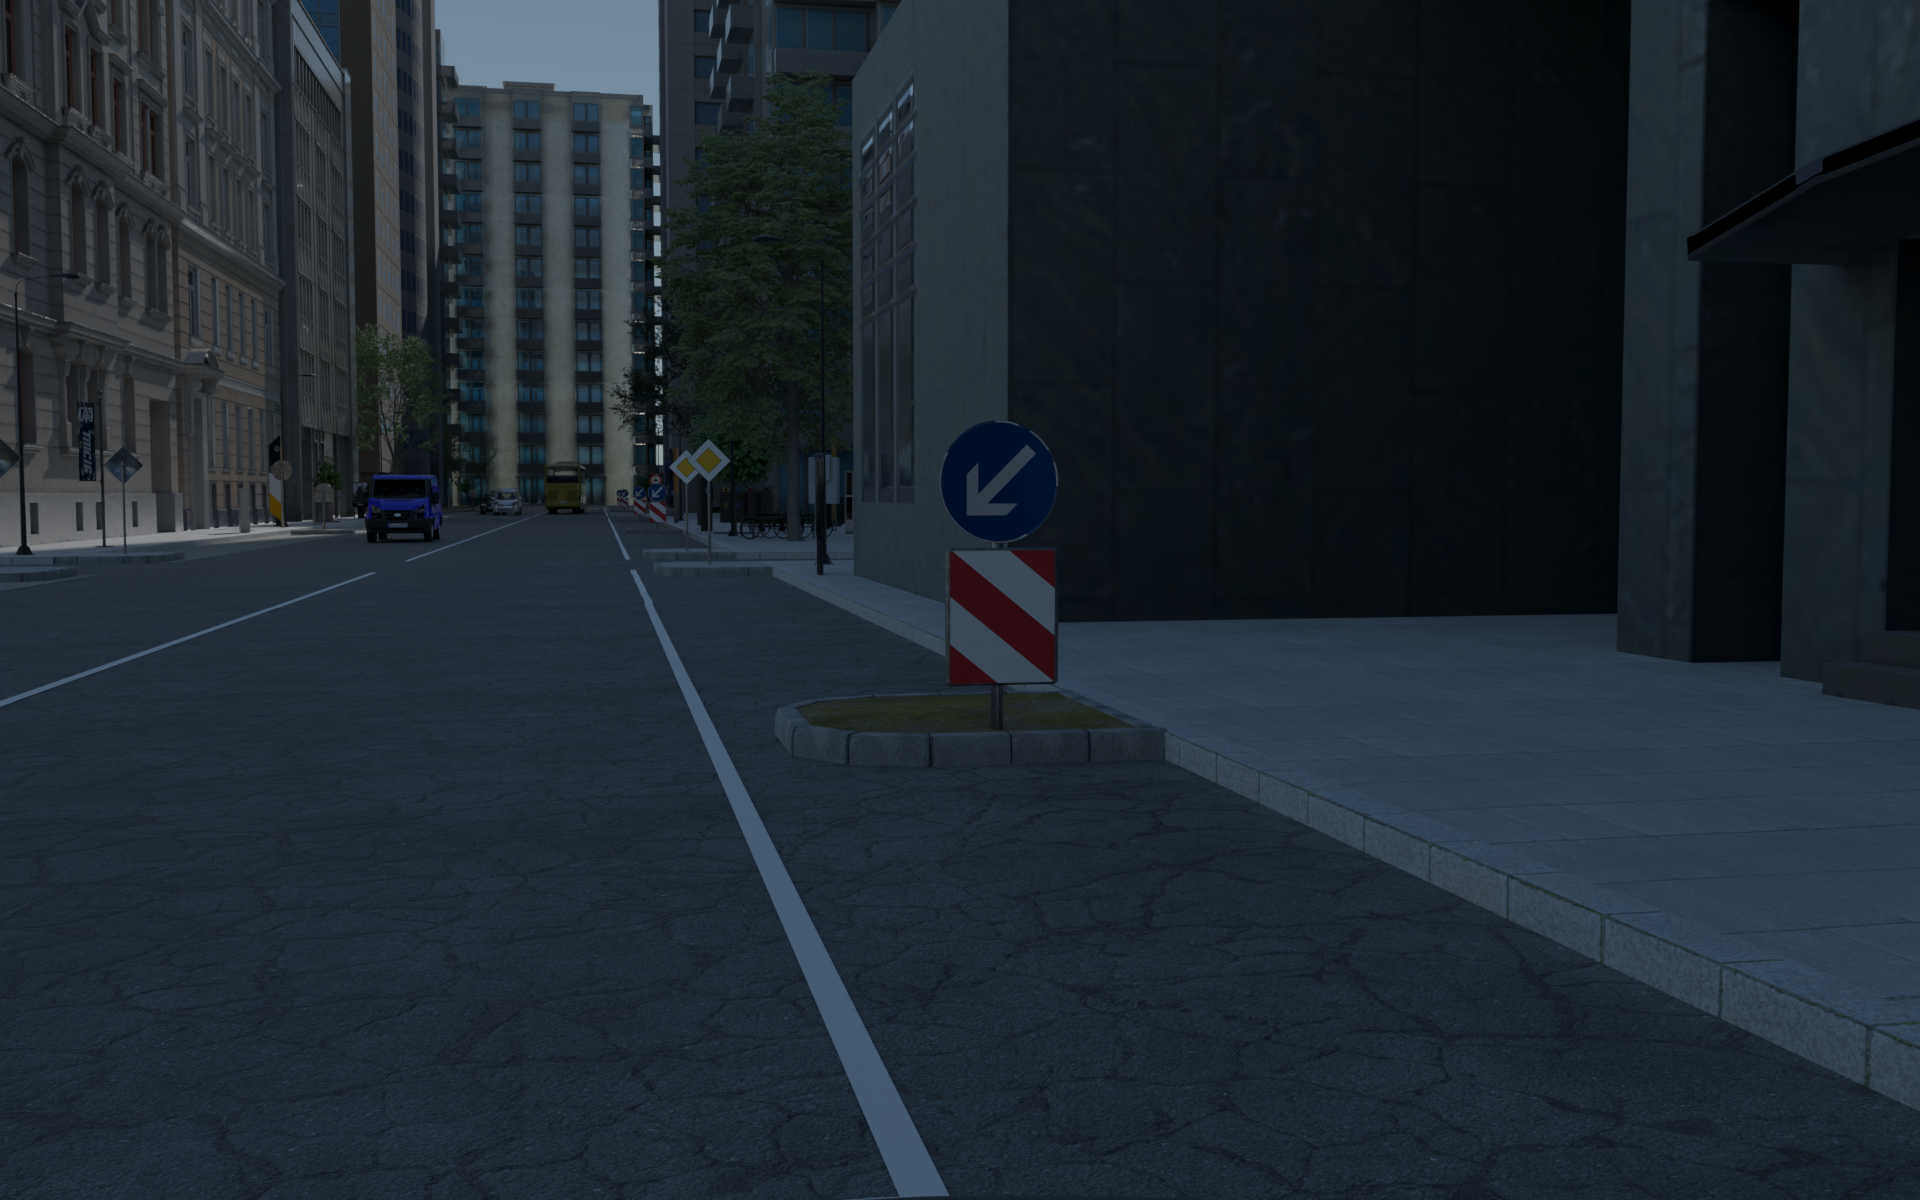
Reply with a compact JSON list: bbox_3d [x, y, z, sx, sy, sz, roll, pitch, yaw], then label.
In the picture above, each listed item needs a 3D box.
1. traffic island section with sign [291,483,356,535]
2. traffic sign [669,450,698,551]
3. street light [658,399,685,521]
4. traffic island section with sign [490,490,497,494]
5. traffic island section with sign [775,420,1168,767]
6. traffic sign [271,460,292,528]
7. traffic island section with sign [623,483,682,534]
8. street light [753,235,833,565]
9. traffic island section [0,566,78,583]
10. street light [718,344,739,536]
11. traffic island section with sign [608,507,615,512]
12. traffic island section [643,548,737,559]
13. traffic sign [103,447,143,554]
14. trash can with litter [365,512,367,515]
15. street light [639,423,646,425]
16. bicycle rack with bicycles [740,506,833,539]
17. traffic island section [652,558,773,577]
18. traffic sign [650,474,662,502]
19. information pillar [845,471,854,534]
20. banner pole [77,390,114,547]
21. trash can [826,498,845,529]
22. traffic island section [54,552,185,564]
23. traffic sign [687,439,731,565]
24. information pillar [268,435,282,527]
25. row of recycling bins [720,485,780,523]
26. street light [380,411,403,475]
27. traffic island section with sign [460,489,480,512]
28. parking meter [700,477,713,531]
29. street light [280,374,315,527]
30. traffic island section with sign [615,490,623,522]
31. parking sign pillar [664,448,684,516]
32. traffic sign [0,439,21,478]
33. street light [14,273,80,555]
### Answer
[{"bbox_3d":[-22.711,-3.255,61.852,1.989,1.847,2.006,-1,4,-12],"label":"traffic island section with sign"},{"bbox_3d":[-6.192,-2.178,39.256,0.795,2.450,0.064,-1,4,-12],"label":"traffic sign"},{"bbox_3d":[-13.903,-6.738,82.714,1.470,5.913,1.316,-1,4,-12],"label":"street light"},{"bbox_3d":[-44.152,-9.516,164.212,1.989,1.847,2.006,-1,4,-12],"label":"traffic island section with sign"},{"bbox_3d":[-0.045,-0.089,10.083,1.989,1.847,2.006,-1,4,-12],"label":"traffic island section with sign"},{"bbox_3d":[-25.403,-3.963,64.904,0.768,2.556,0.104,0,4,-4],"label":"traffic sign"},{"bbox_3d":[-11.214,-3.351,63.417,1.989,1.847,2.006,-1,4,-12],"label":"traffic island section with sign"},{"bbox_3d":[-3.023,-3.597,31.350,1.470,5.913,1.316,-1,4,-12],"label":"street light"},{"bbox_3d":[-16.174,-0.417,29.098,2.009,0.180,2.903,-1,4,-12],"label":"traffic island section"},{"bbox_3d":[-7.434,-4.881,52.352,1.470,5.913,1.316,-1,4,-12],"label":"street light"},{"bbox_3d":[-27.035,-7.970,138.940,1.989,1.847,2.006,-1,4,-12],"label":"traffic island section with sign"},{"bbox_3d":[-6.171,-1.043,39.338,2.009,0.180,2.903,-1,4,-12],"label":"traffic island section"},{"bbox_3d":[-17.790,-2.031,36.857,0.795,2.450,0.064,-1,4,-12],"label":"traffic sign"},{"bbox_3d":[-37.001,-5.802,105.922,2.233,1.210,1.678,2,4,31],"label":"trash can with litter"},{"bbox_3d":[-20.230,-8.595,113.063,1.470,5.913,1.316,-1,4,-12],"label":"street light"},{"bbox_3d":[-5.139,-2.264,50.407,2.925,0.926,2.852,-1,4,-17],"label":"bicycle rack with bicycles"},{"bbox_3d":[-4.534,-0.565,31.522,2.009,0.180,2.903,-1,4,-12],"label":"traffic island section"},{"bbox_3d":[-19.636,-6.830,111.775,0.768,2.556,0.104,0,4,-8],"label":"traffic sign"},{"bbox_3d":[-3.496,-3.133,55.713,0.304,2.012,0.304,2,4,24],"label":"information pillar"},{"bbox_3d":[-20.845,-3.159,41.667,0.401,3.779,0.863,2,4,26],"label":"banner pole"},{"bbox_3d":[-4.899,-3.476,68.485,0.748,1.137,0.748,0,3,0],"label":"trash can"},{"bbox_3d":[-17.811,-0.895,36.914,2.009,0.180,2.903,-1,4,-12],"label":"traffic island section"},{"bbox_3d":[-4.555,-1.700,31.440,0.795,2.450,0.064,-1,4,-12],"label":"traffic sign"},{"bbox_3d":[-27.047,-4.714,68.432,0.183,3.616,0.504,3,5,40],"label":"information pillar"},{"bbox_3d":[-9.373,-4.288,77.220,3.534,1.692,1.069,3,5,40],"label":"row of recycling bins"},{"bbox_3d":[-31.938,-7.629,97.277,1.470,5.913,1.316,-1,4,-12],"label":"street light"},{"bbox_3d":[-38.457,-7.854,137.047,1.989,1.847,2.006,-1,4,-12],"label":"traffic island section with sign"},{"bbox_3d":[-8.705,-3.292,59.538,0.399,1.863,0.255,-2,4,-32],"label":"parking meter"},{"bbox_3d":[-25.600,-5.773,66.931,1.470,5.913,1.316,-1,4,-12],"label":"street light"},{"bbox_3d":[-16.745,-4.965,89.801,1.989,1.847,2.006,-1,4,-12],"label":"traffic island section with sign"},{"bbox_3d":[-16.923,-6.903,101.339,1.447,3.967,1.447,-1,4,-22],"label":"parking sign pillar"},{"bbox_3d":[-16.153,-1.553,29.041,0.795,2.450,0.064,-1,4,-12],"label":"traffic sign"},{"bbox_3d":[-19.169,-3.905,36.386,1.470,5.913,1.316,-1,4,-12],"label":"street light"}]
